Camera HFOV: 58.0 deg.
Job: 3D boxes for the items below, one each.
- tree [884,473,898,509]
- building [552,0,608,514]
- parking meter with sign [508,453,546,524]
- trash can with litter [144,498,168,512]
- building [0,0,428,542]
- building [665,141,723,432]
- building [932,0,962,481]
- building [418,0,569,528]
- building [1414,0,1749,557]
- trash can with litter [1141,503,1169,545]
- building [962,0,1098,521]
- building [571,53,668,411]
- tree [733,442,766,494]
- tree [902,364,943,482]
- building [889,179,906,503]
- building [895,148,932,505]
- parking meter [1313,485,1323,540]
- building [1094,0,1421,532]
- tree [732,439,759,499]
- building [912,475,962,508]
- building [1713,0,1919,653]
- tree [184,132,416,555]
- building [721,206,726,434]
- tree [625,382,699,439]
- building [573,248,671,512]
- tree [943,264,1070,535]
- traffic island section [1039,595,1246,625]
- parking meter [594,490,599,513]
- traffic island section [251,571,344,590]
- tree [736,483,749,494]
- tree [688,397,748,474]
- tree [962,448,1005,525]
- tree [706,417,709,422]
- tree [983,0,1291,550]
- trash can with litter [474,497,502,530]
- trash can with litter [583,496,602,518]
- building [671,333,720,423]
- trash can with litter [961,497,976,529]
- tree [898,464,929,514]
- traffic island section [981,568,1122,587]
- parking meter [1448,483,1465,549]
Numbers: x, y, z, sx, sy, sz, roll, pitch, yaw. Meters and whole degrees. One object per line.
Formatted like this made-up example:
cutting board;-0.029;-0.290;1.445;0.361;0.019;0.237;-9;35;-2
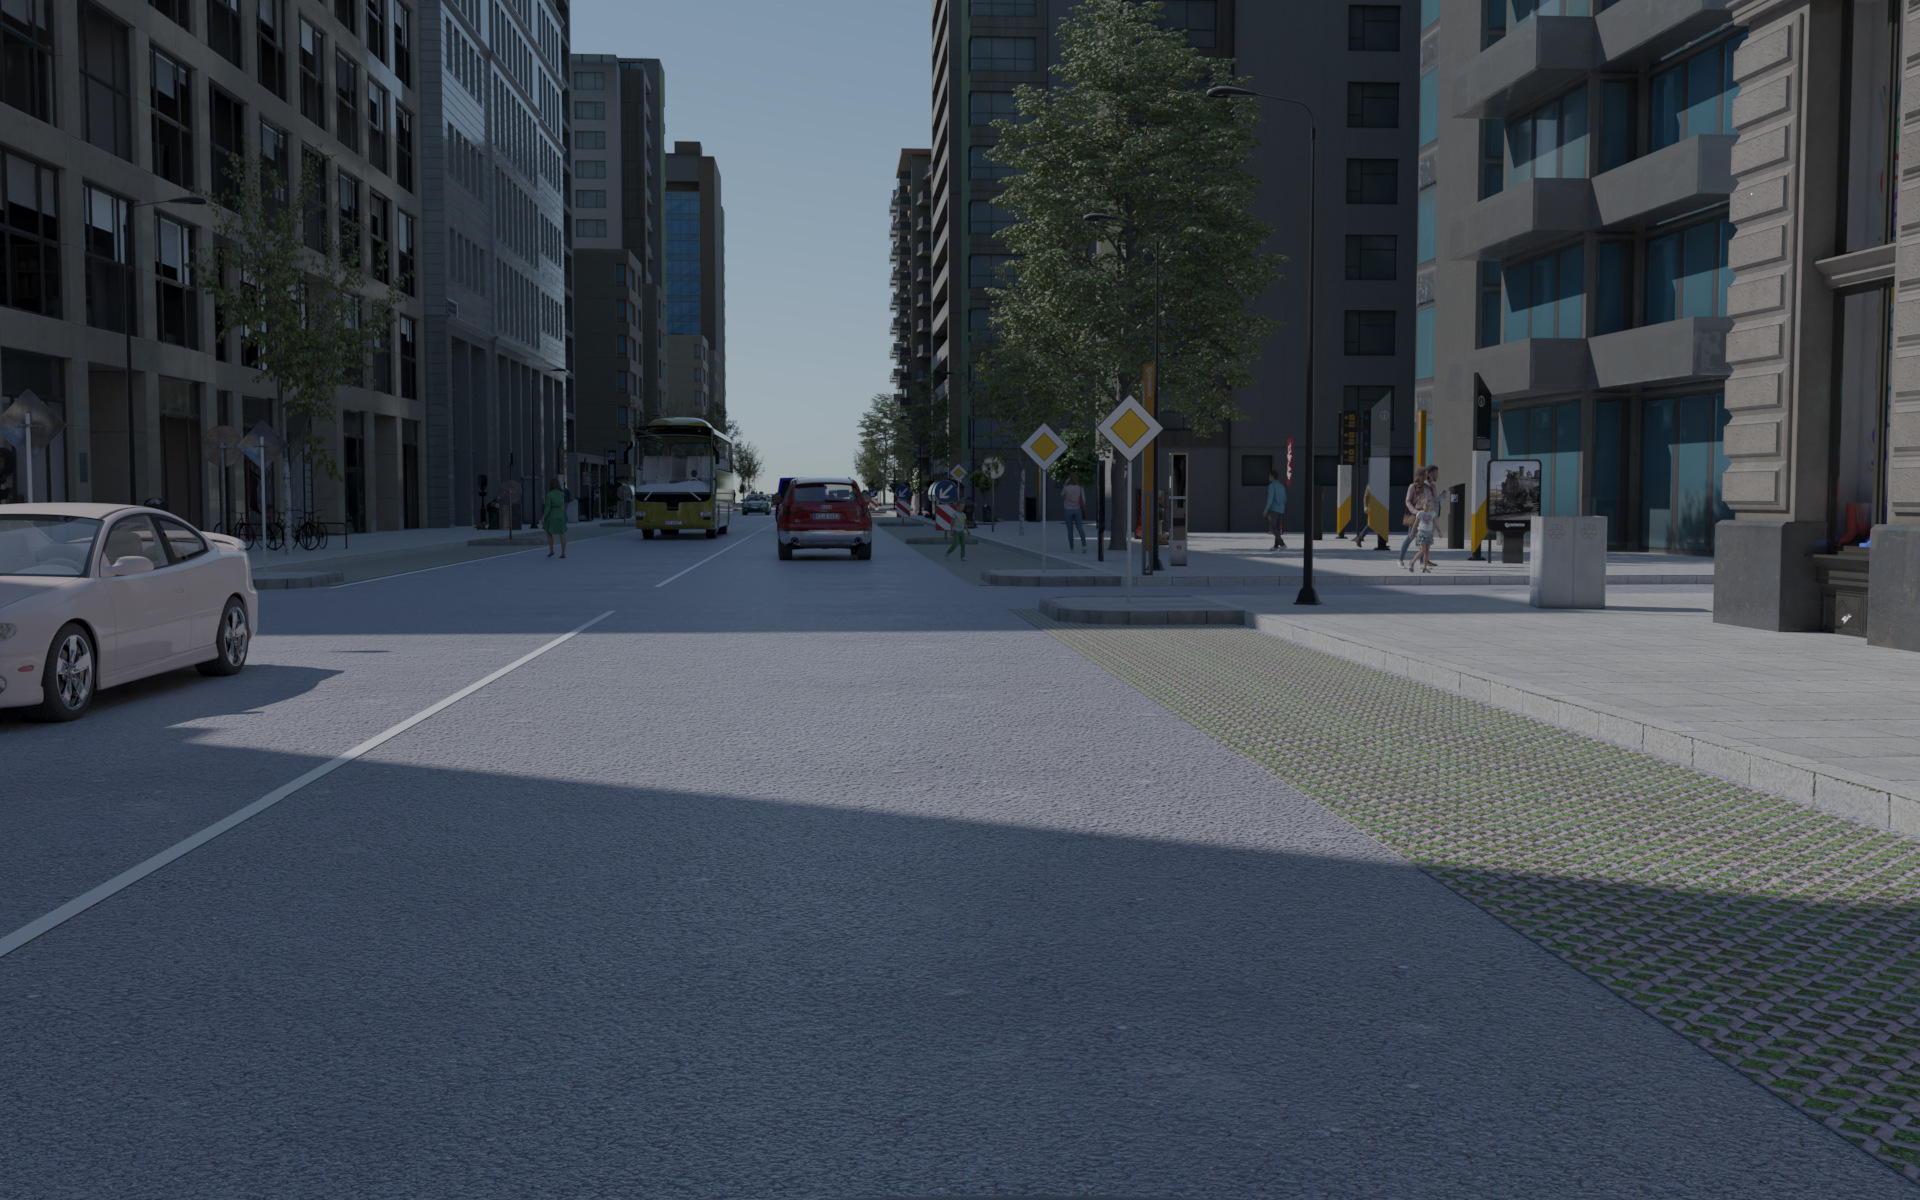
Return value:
tree;-5.778;-9.670;152.705;1.663;3.219;1.824;0;3;0
building;-33.542;-41.074;109.815;20.563;71.187;20.611;0;4;-4
parking meter with sign;-18.255;-4.730;73.601;1.738;3.016;0.543;-2;4;-28
trash can with litter;-36.385;-3.972;76.003;1.678;1.210;2.233;2;4;27
building;-28.127;-14.780;46.170;19.350;26.468;34.151;0;4;-4
building;-38.046;-35.072;223.542;14.600;45.320;14.200;0;4;-4
building;8.953;-31.687;141.786;21.300;48.544;21.600;0;4;-4
building;-25.608;-18.396;78.273;11.434;29.767;29.804;0;4;-4
building;27.334;-25.878;42.713;30.456;49.044;23.786;0;4;-4
trash can with litter;5.005;-1.972;43.631;0.624;1.170;1.055;-2;4;-23
building;6.944;-24.757;88.379;14.154;41.232;14.086;0;4;-4
building;-34.354;-28.980;157.411;14.154;41.232;14.086;0;4;-4
tree;-30.494;-18.480;252.507;4.360;8.622;3.978;0;3;0
tree;-1.117;-9.095;99.065;4.737;8.622;4.395;0;3;0
building;1.234;-38.399;247.427;23.786;49.044;30.456;0;4;-4
building;3.170;-34.387;216.849;22.147;44.769;28.867;0;4;-4
parking meter;9.865;-2.420;47.975;0.372;1.533;0.369;0;3;0
building;11.871;-17.908;64.499;14.160;30.474;14.107;0;4;-4
tree;-28.388;-16.962;227.687;4.737;8.622;4.395;0;3;0
building;11.774;-28.954;165.274;32.217;40.220;23.993;0;4;-4
building;12.988;-10.939;7.736;11.050;23.489;19.941;0;4;-4
tree;-13.891;-5.250;36.198;4.737;8.622;4.395;0;3;0
building;-39.725;-33.938;238.475;14.154;41.232;14.086;0;4;-4
tree;-20.039;-9.985;113.621;4.360;8.622;3.978;0;3;0
building;-38.214;-17.782;135.775;27.650;21.520;28.899;0;4;-4
tree;1.861;-6.329;53.844;4.737;8.622;4.395;0;3;0
traffic island section;2.023;0.121;20.301;2.009;0.180;2.903;0;4;-4
parking meter;-21.285;-5.677;101.235;0.372;1.533;0.369;0;3;0
traffic island section;-10.993;-0.308;27.320;2.009;0.180;2.903;0;4;-4
tree;-29.835;-14.794;236.479;1.663;3.219;1.824;0;3;0
tree;-23.751;-14.126;165.378;7.601;10.594;8.767;0;4;-4
tree;1.132;-4.768;72.557;1.663;3.219;1.824;0;3;0
tree;-20.674;-10.929;129.052;4.360;8.622;3.978;0;3;0
tree;3.987;-7.425;39.525;7.486;12.596;7.792;0;3;0
trash can with litter;-16.880;-3.094;61.979;1.055;1.170;0.624;1;4;10
trash can with litter;-19.710;-4.972;92.675;0.624;1.170;1.055;2;4;31
building;-42.781;-21.806;201.565;27.650;21.520;28.899;0;4;-4
trash can with litter;0.381;-3.255;64.604;0.624;1.170;1.055;-1;4;-8
tree;-2.681;-7.060;110.039;1.663;3.219;1.824;0;3;0
traffic island section;1.412;-0.366;28.263;2.009;0.180;2.903;0;4;-4
parking meter;11.587;-1.958;40.417;0.372;1.533;0.369;0;3;0
